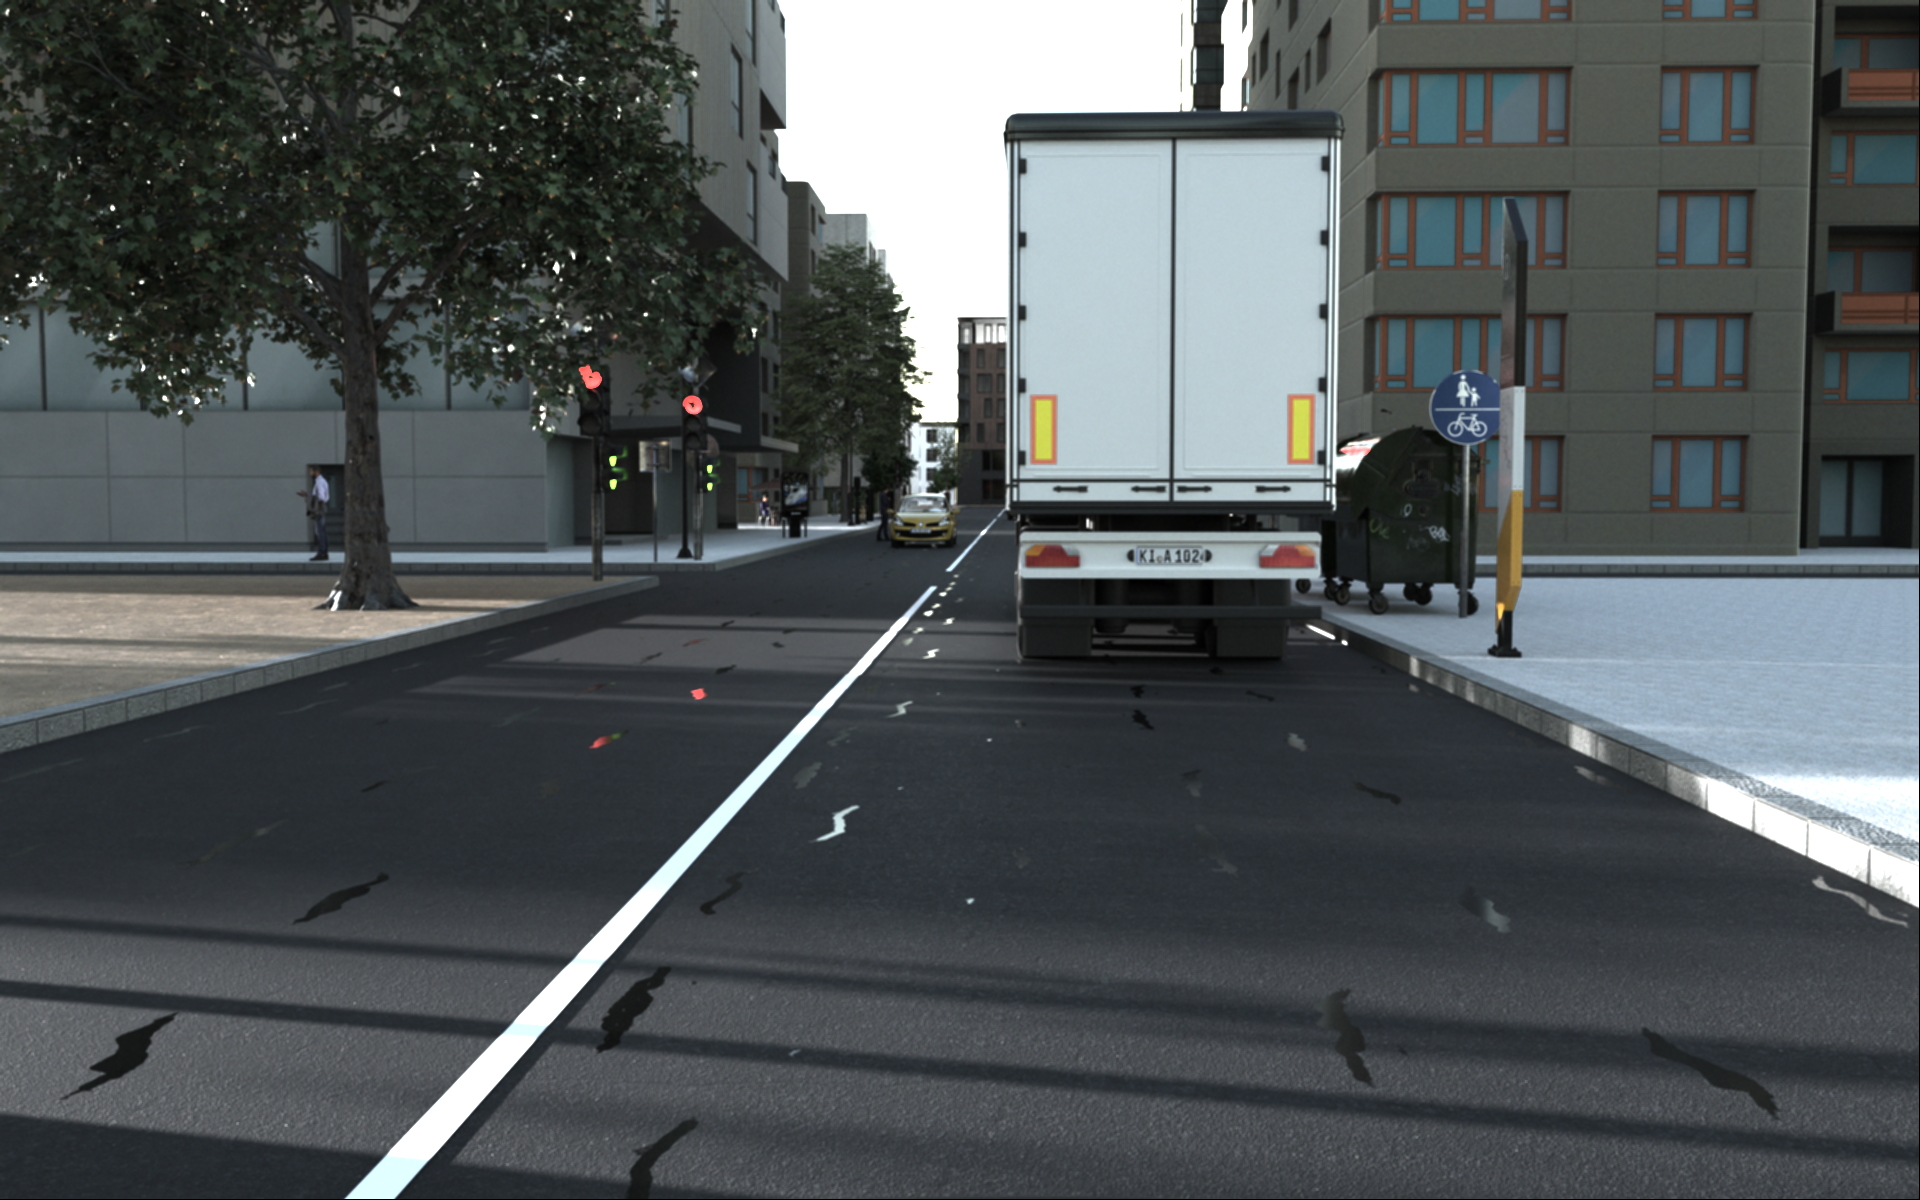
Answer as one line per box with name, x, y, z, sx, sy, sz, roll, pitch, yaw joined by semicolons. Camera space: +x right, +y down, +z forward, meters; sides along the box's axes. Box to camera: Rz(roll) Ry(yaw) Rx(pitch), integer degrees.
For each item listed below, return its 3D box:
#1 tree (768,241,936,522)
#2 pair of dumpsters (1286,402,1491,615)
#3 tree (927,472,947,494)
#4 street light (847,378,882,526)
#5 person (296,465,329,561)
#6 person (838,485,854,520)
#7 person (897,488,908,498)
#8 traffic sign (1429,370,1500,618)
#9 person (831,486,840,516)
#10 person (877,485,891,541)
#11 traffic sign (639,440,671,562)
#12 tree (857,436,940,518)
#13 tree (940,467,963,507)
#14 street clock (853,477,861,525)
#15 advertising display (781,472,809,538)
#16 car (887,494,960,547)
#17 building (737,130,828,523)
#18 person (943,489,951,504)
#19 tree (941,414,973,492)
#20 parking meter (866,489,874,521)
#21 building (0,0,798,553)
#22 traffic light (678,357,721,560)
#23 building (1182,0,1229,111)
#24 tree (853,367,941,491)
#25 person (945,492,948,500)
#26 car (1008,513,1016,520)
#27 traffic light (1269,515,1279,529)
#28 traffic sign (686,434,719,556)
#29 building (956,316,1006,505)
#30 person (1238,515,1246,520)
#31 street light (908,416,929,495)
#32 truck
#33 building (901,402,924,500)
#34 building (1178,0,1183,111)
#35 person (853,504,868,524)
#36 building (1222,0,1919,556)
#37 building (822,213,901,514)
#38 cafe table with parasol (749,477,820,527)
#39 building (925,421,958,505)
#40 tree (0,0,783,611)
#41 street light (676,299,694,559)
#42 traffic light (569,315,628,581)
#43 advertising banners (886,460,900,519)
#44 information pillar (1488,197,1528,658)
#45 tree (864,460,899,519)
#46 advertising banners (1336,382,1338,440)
tree;-4.823;-9.790;78.188;7.486;12.596;7.792;0;3;0
pair of dumpsters;4.919;-1.091;20.334;1.574;2.255;4.437;0;4;2
tree;-2.095;-9.557;150.857;1.663;3.219;1.824;0;3;0
street light;-3.828;-5.923;69.383;1.470;5.913;1.316;0;4;2
person;-12.434;-1.672;33.254;0.599;1.838;0.709;-1;4;-16
person;-5.690;-4.845;86.055;0.742;1.727;0.445;-2;4;-31
person;-4.024;-7.180;124.149;1.217;1.735;0.721;-3;4;-36
traffic sign;5.216;-1.087;17.884;0.768;2.556;0.104;0;4;5
person;-7.350;-5.842;102.290;0.841;1.734;0.376;3;5;39
person;-2.292;-2.655;52.825;0.530;1.710;0.541;0;4;0
traffic sign;-5.737;-1.863;32.595;0.606;2.300;0.079;0;4;8
tree;-3.895;-6.789;94.719;4.285;4.588;4.351;0;3;0
tree;-1.441;-11.762;176.017;4.285;4.588;4.351;0;3;0
street clock;-4.294;-4.147;72.367;0.358;2.002;0.471;-1;4;-11
advertising display;-4.861;-2.797;50.951;0.123;1.923;0.974;3;5;43
car;-0.982;-2.306;47.931;2.015;1.641;3.980;0;4;2
building;-22.356;-15.028;90.748;27.650;21.520;28.899;0;4;2
person;-1.188;-9.045;154.462;0.750;1.759;0.617;0;4;-2
tree;-1.047;-12.893;161.162;4.737;8.622;4.395;0;3;0
parking meter;-4.262;-4.485;81.747;0.372;1.533;0.369;0;3;0
building;-19.724;-28.114;48.906;28.713;52.752;27.495;0;4;2
traffic light;-5.070;-2.725;33.467;0.839;4.253;0.868;0;4;2
building;17.052;-18.843;79.789;14.160;30.474;14.107;0;4;2
tree;-4.174;-9.090;98.981;4.737;8.622;4.395;0;3;0
person;-0.931;-5.509;100.950;0.546;1.535;0.453;-3;4;-36
car;3.570;-5.329;97.349;2.015;1.641;3.980;0;4;4
traffic light;4.556;-2.217;25.168;0.839;4.253;0.868;0;4;2
traffic sign;-5.371;-2.186;35.852;0.768;2.556;0.104;0;4;7
building;16.201;-22.341;209.249;32.646;21.610;27.936;0;4;2
person;6.077;-1.862;36.623;0.434;1.807;0.598;-1;4;-15
street light;-2.537;-8.027;103.775;1.470;5.913;1.316;0;4;2
truck;1.799;-1.798;18.308;2.839;4.237;11.283;0;4;2
building;-8.738;-13.015;154.942;9.099;9.664;28.070;0;4;2
building;21.149;-40.232;96.038;20.563;71.187;20.611;0;4;2
person;-4.265;-3.661;73.825;0.695;0.859;0.347;1;4;13
building;23.451;-12.458;48.731;28.899;21.520;27.650;0;4;2
building;-13.683;-15.818;125.088;16.747;18.905;31.486;0;4;2
cafe table with parasol;-7.204;-4.166;72.973;2.610;1.966;2.610;1;4;13
building;-14.463;-15.836;201.065;28.070;9.664;9.099;0;4;2
tree;-6.807;-6.248;19.161;9.611;12.733;9.660;0;3;0
street light;-4.957;-3.785;34.425;1.470;5.913;1.316;0;4;2
traffic light;-5.341;-2.236;25.486;0.839;4.253;0.868;0;4;2
advertising banners;-3.555;-5.735;89.947;0.090;3.025;2.074;-2;4;-26
information pillar;4.317;-1.358;13.560;0.183;3.616;0.504;0;4;5
tree;-4.026;-5.709;87.937;1.663;3.219;1.824;0;3;0
advertising banners;5.204;-1.716;24.248;0.090;3.025;2.074;1;4;10
